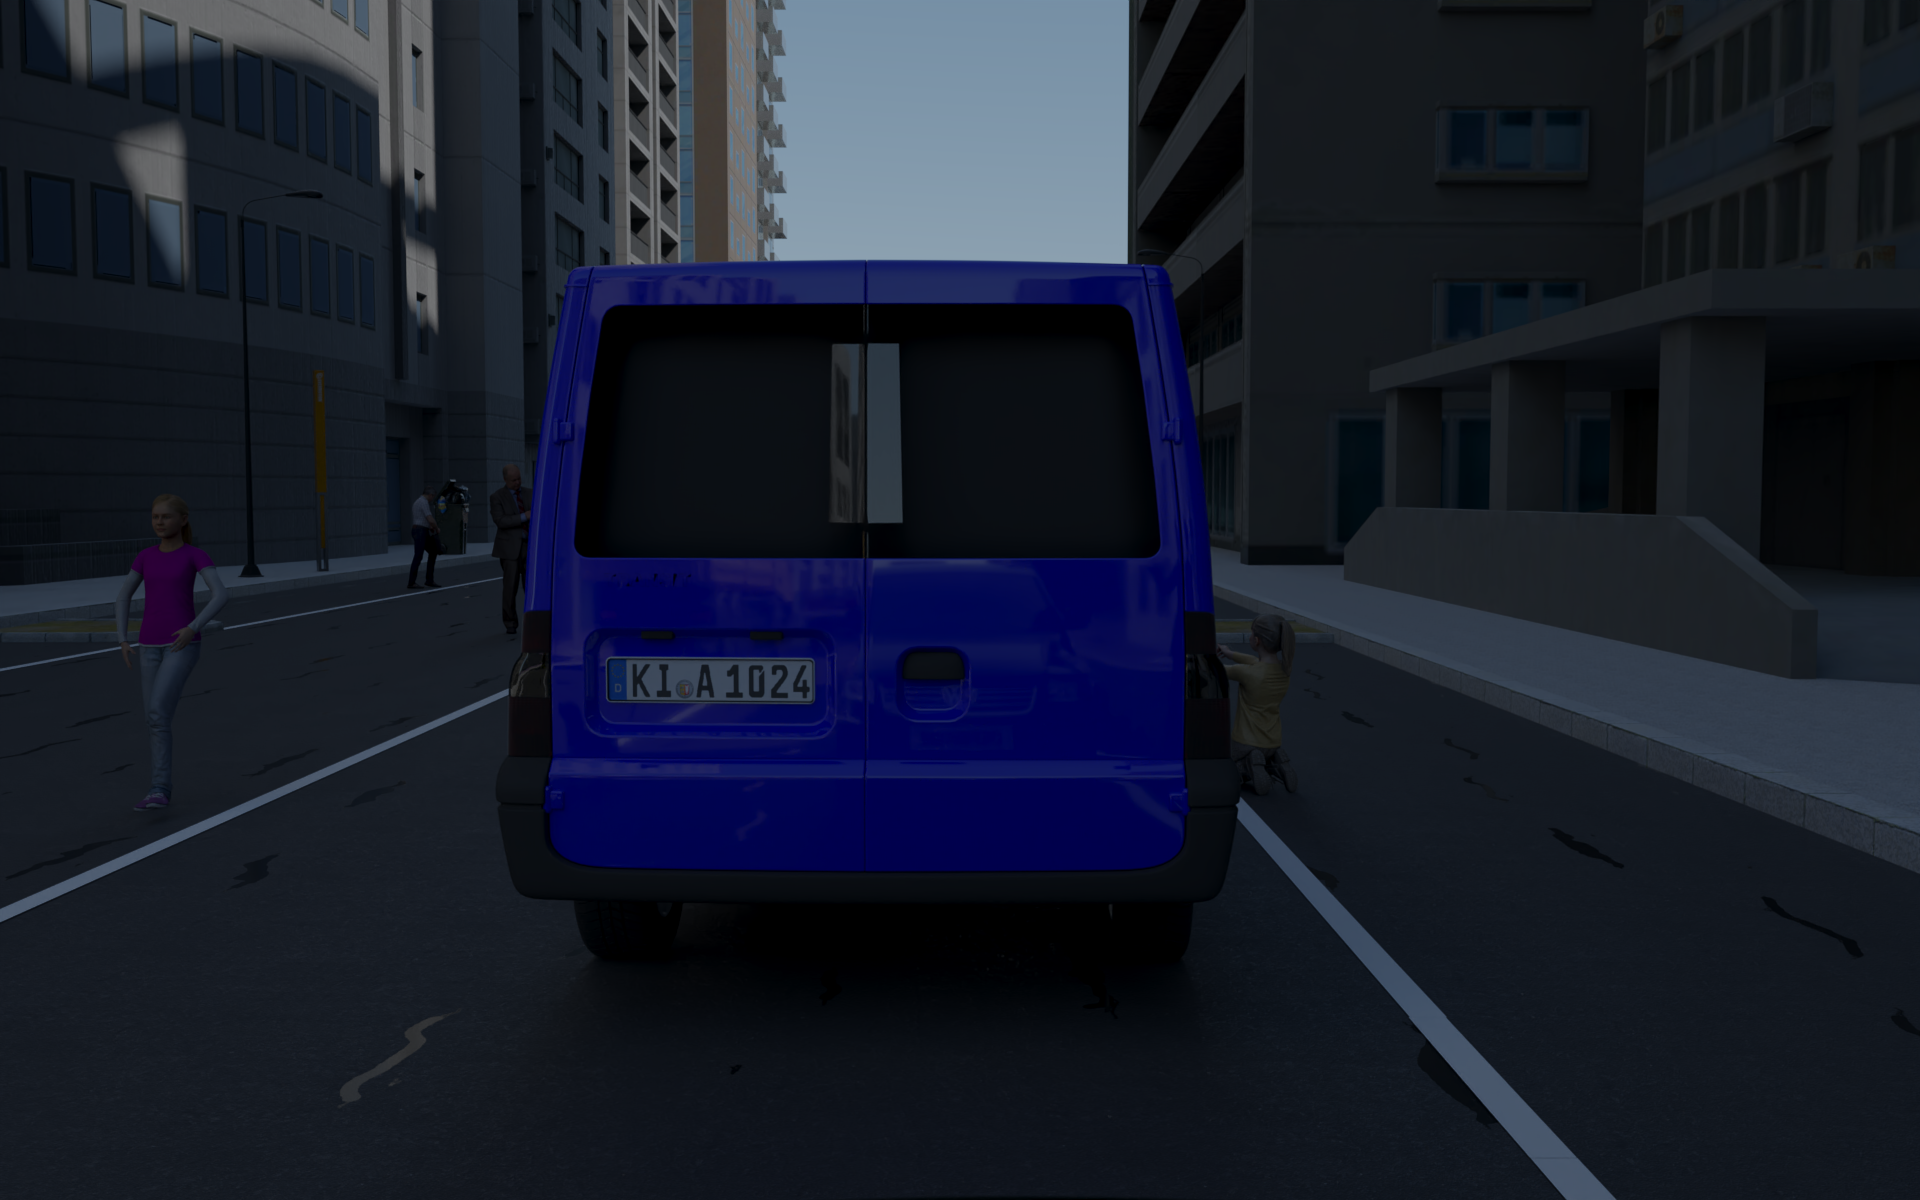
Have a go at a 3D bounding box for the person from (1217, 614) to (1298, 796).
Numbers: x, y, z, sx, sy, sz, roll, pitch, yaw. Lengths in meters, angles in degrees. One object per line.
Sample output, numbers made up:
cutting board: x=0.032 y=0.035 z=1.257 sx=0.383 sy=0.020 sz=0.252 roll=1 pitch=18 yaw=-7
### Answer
person: x=1.375 y=0.485 z=8.494 sx=0.347 sy=0.859 sz=0.695 roll=-2 pitch=4 yaw=-30

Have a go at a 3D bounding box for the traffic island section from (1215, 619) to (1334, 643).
traffic island section: x=2.610 y=0.318 z=17.667 sx=1.991 sy=0.108 sz=1.994 roll=0 pitch=3 yaw=0

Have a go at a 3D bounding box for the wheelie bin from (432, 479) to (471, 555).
wheelie bin: x=-10.786 y=-1.768 z=36.807 sx=0.693 sy=1.594 sz=0.980 roll=0 pitch=4 yaw=-5

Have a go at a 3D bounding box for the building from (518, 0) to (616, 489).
building: x=-19.520 y=-17.584 z=59.203 sx=14.107 sy=30.474 sz=14.160 roll=0 pitch=3 yaw=0

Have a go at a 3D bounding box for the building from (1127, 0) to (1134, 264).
building: x=12.509 y=-17.546 z=58.578 sx=14.160 sy=30.474 sz=14.107 roll=0 pitch=3 yaw=0

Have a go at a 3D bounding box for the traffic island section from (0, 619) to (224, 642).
traffic island section: x=-8.736 y=0.314 z=17.732 sx=1.991 sy=0.108 sz=1.994 roll=0 pitch=3 yaw=0

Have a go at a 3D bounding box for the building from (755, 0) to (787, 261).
building: x=-24.428 y=-30.943 z=125.524 sx=23.786 sy=49.044 sz=30.456 roll=0 pitch=3 yaw=0

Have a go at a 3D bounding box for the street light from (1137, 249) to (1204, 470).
street light: x=4.067 y=-3.702 z=33.062 sx=1.470 sy=5.913 sz=1.316 roll=0 pitch=3 yaw=0

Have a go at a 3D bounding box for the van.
van: x=-0.189 y=-0.159 z=6.983 sx=2.240 sy=2.365 sz=5.245 roll=0 pitch=4 yaw=1

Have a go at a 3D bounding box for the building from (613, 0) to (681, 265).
building: x=-22.690 y=-39.568 z=85.193 sx=20.563 sy=71.187 sz=20.611 roll=0 pitch=3 yaw=0

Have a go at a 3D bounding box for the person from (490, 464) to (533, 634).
person: x=-4.495 y=-0.527 z=17.809 sx=0.600 sy=1.739 sz=0.565 roll=2 pitch=4 yaw=28

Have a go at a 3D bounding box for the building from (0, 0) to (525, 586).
building: x=-22.826 y=-30.065 z=33.557 sx=21.231 sy=58.520 sz=28.212 roll=0 pitch=3 yaw=0

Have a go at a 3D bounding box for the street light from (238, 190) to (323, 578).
street light: x=-10.420 y=-3.306 z=26.595 sx=1.470 sy=5.913 sz=1.316 roll=0 pitch=3 yaw=0

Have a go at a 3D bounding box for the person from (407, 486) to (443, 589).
person: x=-8.176 y=-0.962 z=26.446 sx=0.590 sy=1.554 sz=0.614 roll=-2 pitch=4 yaw=-29

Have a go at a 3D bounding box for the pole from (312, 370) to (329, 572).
pole: x=-10.571 y=-2.128 z=28.628 sx=0.158 sy=3.312 sz=0.155 roll=0 pitch=3 yaw=0

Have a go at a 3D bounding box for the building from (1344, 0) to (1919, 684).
building: x=21.849 y=-19.929 z=17.724 sx=32.217 sy=40.220 sz=23.993 roll=0 pitch=3 yaw=0

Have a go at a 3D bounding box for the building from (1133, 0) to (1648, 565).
building: x=15.819 y=-25.475 z=40.212 sx=21.300 sy=48.544 sz=21.600 roll=0 pitch=3 yaw=0

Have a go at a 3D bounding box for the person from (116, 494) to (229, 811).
person: x=-3.575 y=0.247 z=7.701 sx=0.726 sy=1.435 sz=0.776 roll=0 pitch=4 yaw=1

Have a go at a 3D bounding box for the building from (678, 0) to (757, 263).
building: x=-19.859 y=-27.722 z=103.361 sx=14.600 sy=45.320 sz=14.200 roll=0 pitch=3 yaw=0
